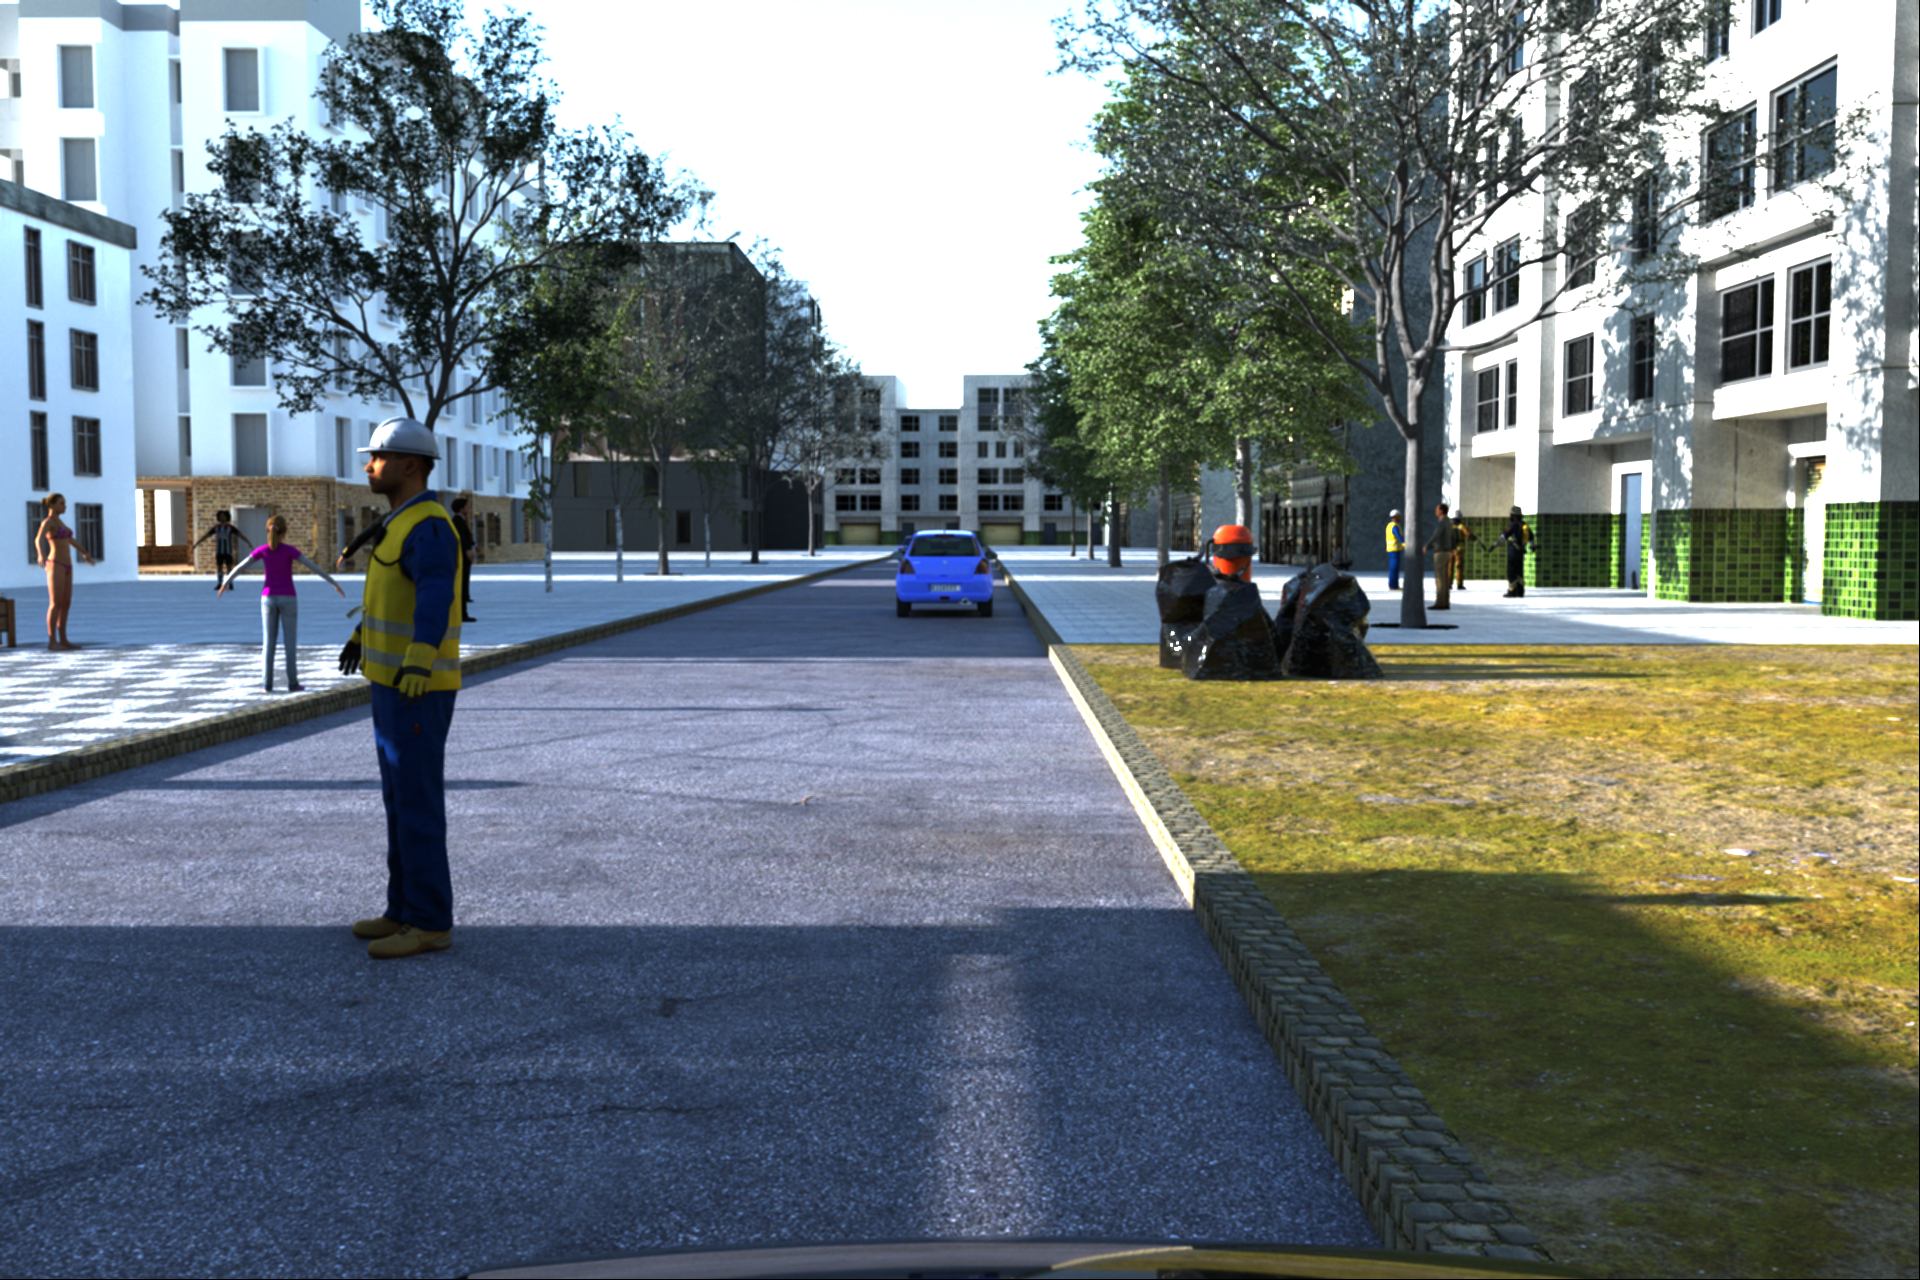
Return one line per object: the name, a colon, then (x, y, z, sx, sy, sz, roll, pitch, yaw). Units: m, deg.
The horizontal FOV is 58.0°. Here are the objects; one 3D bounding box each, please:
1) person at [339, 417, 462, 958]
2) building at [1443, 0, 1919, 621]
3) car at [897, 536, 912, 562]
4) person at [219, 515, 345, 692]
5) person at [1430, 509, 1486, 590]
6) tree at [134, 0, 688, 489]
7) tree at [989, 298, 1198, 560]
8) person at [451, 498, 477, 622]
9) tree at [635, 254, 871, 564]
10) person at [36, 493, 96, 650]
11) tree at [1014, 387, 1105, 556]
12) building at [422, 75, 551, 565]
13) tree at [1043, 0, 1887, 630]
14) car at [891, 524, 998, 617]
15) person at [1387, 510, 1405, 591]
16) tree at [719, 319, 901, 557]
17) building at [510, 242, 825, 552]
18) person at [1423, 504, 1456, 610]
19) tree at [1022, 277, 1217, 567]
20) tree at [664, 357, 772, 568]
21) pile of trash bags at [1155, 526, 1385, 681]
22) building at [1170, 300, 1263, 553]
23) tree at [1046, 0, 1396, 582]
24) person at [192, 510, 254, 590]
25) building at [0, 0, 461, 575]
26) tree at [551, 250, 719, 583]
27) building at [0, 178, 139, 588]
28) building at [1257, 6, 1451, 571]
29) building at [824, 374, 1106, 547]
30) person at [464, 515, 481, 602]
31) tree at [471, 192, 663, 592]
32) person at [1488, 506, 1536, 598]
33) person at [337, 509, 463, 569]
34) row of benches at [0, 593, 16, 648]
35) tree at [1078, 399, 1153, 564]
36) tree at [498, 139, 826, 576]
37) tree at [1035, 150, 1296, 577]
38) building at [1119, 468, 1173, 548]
person: (-1.941, 0.148, 6.011, 0.705, 1.833, 1.349, -2, 4, -27)
building: (21.982, -10.204, 33.286, 16.747, 18.905, 31.486, 0, 4, 1)
car: (-2.239, -4.657, 88.727, 1.945, 1.354, 3.894, 0, 4, 1)
person: (-5.551, -0.299, 14.162, 0.991, 1.433, 0.599, 0, 4, -7)
person: (11.507, -2.103, 40.145, 1.354, 1.858, 0.705, 3, 4, 37)
tree: (-9.069, -5.768, 28.715, 8.767, 10.594, 7.601, -2, 4, -27)
tree: (6.541, -10.798, 86.916, 12.009, 13.543, 11.850, 0, 3, 0)
person: (-7.268, -1.172, 25.353, 0.705, 1.806, 1.347, -1, 4, -20)
tree: (-8.765, -10.060, 74.848, 12.009, 13.543, 11.850, 0, 3, 0)
person: (-9.939, -0.762, 19.254, 0.721, 1.733, 1.217, 0, 4, -3)
tree: (6.778, -10.103, 99.591, 7.601, 10.594, 8.767, -3, 5, -43)
building: (-25.378, -13.245, 72.970, 16.016, 20.090, 11.380, 0, 3, 0)
tree: (6.090, -6.898, 23.156, 12.009, 13.543, 11.850, 0, 3, 0)
car: (-0.281, -1.321, 31.188, 1.945, 1.707, 3.694, 0, 4, -1)
person: (9.934, -2.046, 39.428, 0.705, 1.833, 1.349, 0, 4, 0)
tree: (-8.444, -11.518, 98.693, 12.009, 13.543, 11.850, 0, 3, 0)
building: (-26.116, -17.960, 137.614, 27.936, 21.610, 32.646, 0, 4, 0)
person: (8.153, -1.413, 29.380, 0.705, 1.796, 1.348, 3, 4, 37)
tree: (6.163, -9.060, 66.254, 7.486, 12.596, 7.792, 0, 3, 0)
tree: (-9.742, -7.086, 66.215, 4.360, 8.622, 3.978, 0, 3, 0)
pile of trash bags: (2.838, -0.429, 16.768, 1.912, 1.369, 3.447, 0, 4, -1)
building: (25.648, -18.052, 126.072, 19.493, 23.208, 18.063, 0, 4, 1)
tree: (5.406, -7.139, 34.851, 7.486, 12.596, 7.792, 0, 3, 0)
person: (-16.920, -2.059, 39.810, 1.345, 1.843, 0.704, 0, 4, -7)
building: (-24.960, -12.208, 56.025, 16.016, 20.090, 11.380, 0, 4, 0)
tree: (-9.119, -5.808, 45.325, 4.360, 8.622, 3.978, 0, 3, 0)
building: (-23.388, -5.594, 33.614, 9.099, 9.664, 28.070, 0, 4, 0)
building: (22.558, -14.476, 67.611, 19.493, 23.208, 18.063, 0, 4, 1)
building: (0.700, -20.149, 198.355, 31.486, 18.905, 16.747, 0, 4, 3)
person: (-9.310, -1.593, 32.759, 0.721, 1.740, 1.216, -2, 4, -33)
tree: (-8.943, -5.375, 38.250, 4.737, 8.622, 4.395, 0, 3, 0)
person: (11.213, -1.787, 34.996, 1.354, 1.856, 0.705, -2, 4, -32)
person: (-6.271, -0.823, 19.389, 1.347, 1.837, 0.705, -1, 4, -14)
row of benches: (-12.259, -0.187, 18.521, 4.104, 0.672, 1.422, -3, 5, -43)
tree: (6.591, -7.548, 73.768, 4.737, 8.622, 4.395, 0, 3, 0)
tree: (-9.345, -8.782, 53.957, 12.009, 13.543, 11.850, 0, 3, 0)
tree: (6.109, -8.149, 51.361, 7.486, 12.596, 7.792, 0, 3, 0)
building: (24.861, -20.608, 167.863, 19.493, 23.208, 18.063, 0, 4, 0)
